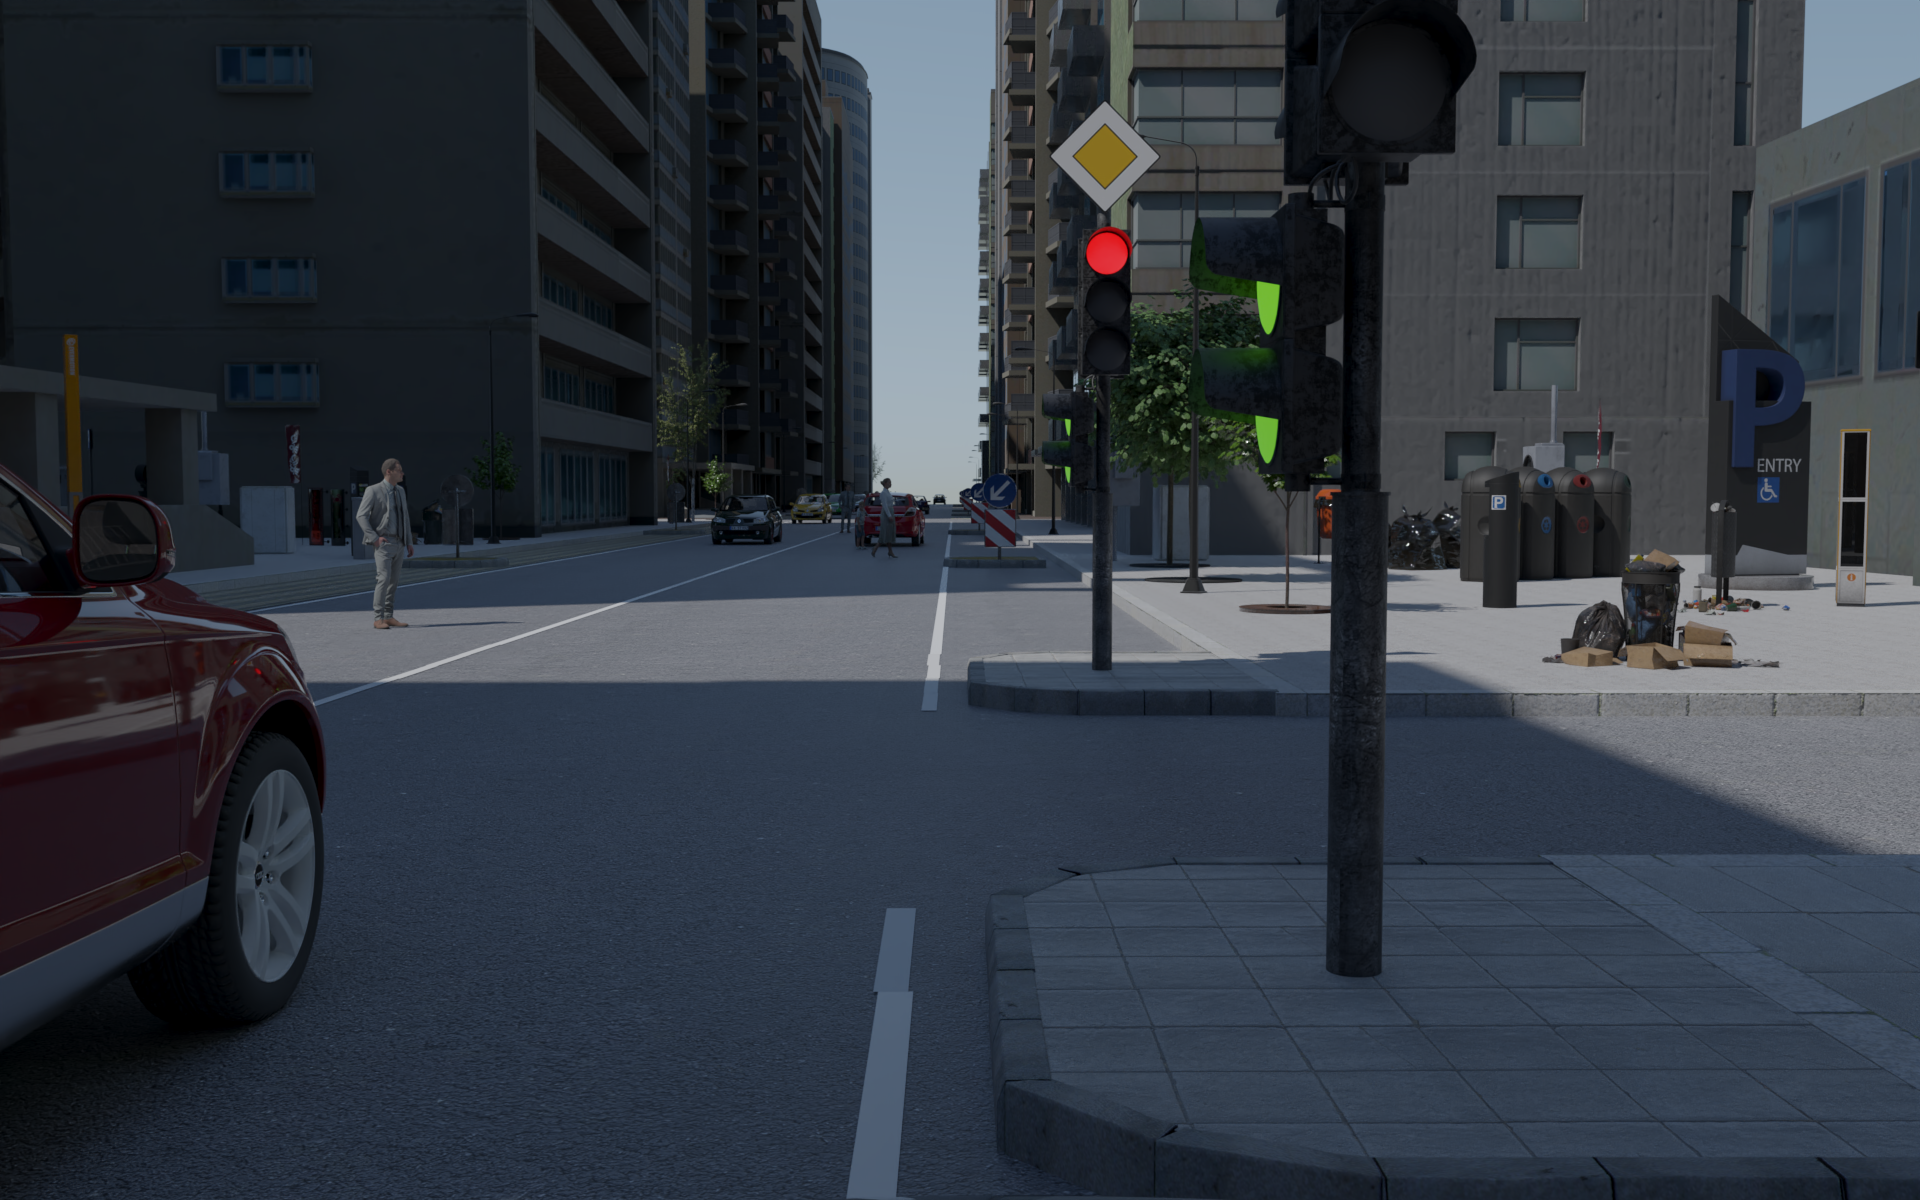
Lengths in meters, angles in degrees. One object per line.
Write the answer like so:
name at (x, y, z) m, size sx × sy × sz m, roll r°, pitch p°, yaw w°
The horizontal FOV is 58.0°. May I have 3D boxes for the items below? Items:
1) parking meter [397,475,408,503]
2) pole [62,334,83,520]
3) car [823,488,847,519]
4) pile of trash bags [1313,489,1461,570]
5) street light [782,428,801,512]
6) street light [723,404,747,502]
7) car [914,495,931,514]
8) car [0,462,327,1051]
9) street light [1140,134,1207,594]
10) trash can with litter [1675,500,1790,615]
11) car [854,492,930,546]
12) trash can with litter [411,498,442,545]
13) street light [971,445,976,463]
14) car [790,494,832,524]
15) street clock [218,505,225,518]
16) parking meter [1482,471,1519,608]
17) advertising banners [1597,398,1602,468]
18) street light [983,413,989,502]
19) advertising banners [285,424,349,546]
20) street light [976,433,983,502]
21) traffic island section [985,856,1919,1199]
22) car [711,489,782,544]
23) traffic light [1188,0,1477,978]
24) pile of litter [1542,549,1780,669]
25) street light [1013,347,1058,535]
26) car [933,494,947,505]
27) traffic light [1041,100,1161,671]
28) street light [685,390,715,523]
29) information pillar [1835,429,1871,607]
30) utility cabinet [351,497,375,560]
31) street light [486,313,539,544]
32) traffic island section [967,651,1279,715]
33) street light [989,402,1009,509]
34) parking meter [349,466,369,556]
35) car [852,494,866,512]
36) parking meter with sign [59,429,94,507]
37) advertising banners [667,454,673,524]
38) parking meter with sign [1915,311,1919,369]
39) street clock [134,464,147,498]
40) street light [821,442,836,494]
parking meter at (-14.934, -2.475, 46.177) m, size 0.399 × 1.863 × 0.255 m, roll -1°, pitch 4°, yaw -18°
pole at (-11.388, -1.738, 22.259) m, size 0.158 × 3.312 × 0.155 m, roll 0°, pitch 3°, yaw 0°
car at (-7.514, -5.714, 102.213) m, size 1.959 × 1.807 × 4.718 m, roll 0°, pitch 4°, yaw -2°
pile of trash bags at (7.502, -1.287, 30.790) m, size 1.912 × 1.369 × 3.447 m, roll -2°, pitch 4°, yaw -29°
street light at (-11.766, -9.087, 121.112) m, size 1.470 × 5.913 × 1.316 m, roll 0°, pitch 4°, yaw 0°
street light at (-11.601, -7.119, 88.931) m, size 1.470 × 5.913 × 1.316 m, roll 0°, pitch 4°, yaw 0°
car at (-3.066, -6.775, 123.356) m, size 1.945 × 1.354 × 3.894 m, roll 0°, pitch 4°, yaw 1°
car at (-2.833, 0.343, 3.073) m, size 2.281 × 1.827 × 5.304 m, roll 0°, pitch 4°, yaw -1°
street light at (2.490, -3.043, 22.286) m, size 1.470 × 5.913 × 1.316 m, roll 0°, pitch 4°, yaw 0°
trash can with litter at (8.355, -0.507, 19.350) m, size 1.678 × 1.210 × 2.233 m, roll 2°, pitch 4°, yaw 32°
car at (-1.946, -2.434, 48.829) m, size 2.155 × 1.783 × 4.494 m, roll 0°, pitch 4°, yaw 1°
trash can with litter at (-13.620, -1.989, 43.913) m, size 1.055 × 1.170 × 0.624 m, roll -1°, pitch 4°, yaw -11°
street light at (1.999, -11.725, 164.244) m, size 1.470 × 5.913 × 1.316 m, roll 0°, pitch 4°, yaw 0°
car at (-7.254, -4.560, 84.784) m, size 2.015 × 1.641 × 3.980 m, roll 0°, pitch 4°, yaw 1°
street clock at (-16.319, -2.058, 38.214) m, size 0.471 × 2.002 × 0.358 m, roll 3°, pitch 5°, yaw 45°
parking meter at (6.109, -0.682, 19.564) m, size 0.372 × 1.533 × 0.369 m, roll 0°, pitch 3°, yaw 0°
advertising banners at (12.040, -2.234, 32.706) m, size 0.090 × 3.025 × 2.074 m, roll 1°, pitch 4°, yaw 20°
street light at (2.213, -7.747, 99.201) m, size 1.470 × 5.913 × 1.316 m, roll 0°, pitch 4°, yaw 0°
advertising banners at (-16.007, -2.867, 43.057) m, size 2.074 × 3.025 × 0.090 m, roll 2°, pitch 4°, yaw 28°
street light at (2.179, -9.761, 132.137) m, size 1.470 × 5.913 × 1.316 m, roll 0°, pitch 4°, yaw 0°
traffic island section at (1.083, 1.077, 4.666) m, size 2.009 × 0.180 × 2.903 m, roll 0°, pitch 4°, yaw 0°
car at (-6.195, -2.491, 50.518) m, size 2.009 × 1.686 × 4.222 m, roll 0°, pitch 4°, yaw 0°
traffic light at (1.043, -0.956, 4.552) m, size 0.839 × 4.253 × 0.868 m, roll 0°, pitch 4°, yaw 0°
pile of litter at (5.326, 0.054, 13.090) m, size 1.719 × 0.858 × 1.176 m, roll 1°, pitch 4°, yaw 22°
street light at (2.425, -5.031, 54.801) m, size 1.470 × 5.913 × 1.316 m, roll 0°, pitch 4°, yaw 0°
car at (-2.811, -14.032, 239.210) m, size 2.009 × 1.686 × 4.222 m, roll 0°, pitch 4°, yaw 1°
traffic light at (1.018, -1.444, 12.537) m, size 0.839 × 4.253 × 0.868 m, roll 0°, pitch 4°, yaw 0°
street light at (-11.585, -6.399, 77.161) m, size 1.470 × 5.913 × 1.316 m, roll 0°, pitch 4°, yaw 0°
information pillar at (10.188, -0.934, 19.766) m, size 0.304 × 2.012 × 0.304 m, roll 2°, pitch 4°, yaw 25°
utility cabinet at (-11.618, -1.419, 34.368) m, size 0.306 × 1.237 × 1.020 m, roll 1°, pitch 4°, yaw 17°
street light at (-11.483, -4.400, 44.482) m, size 1.470 × 5.913 × 1.316 m, roll 0°, pitch 4°, yaw 0°
traffic island section at (1.058, 0.589, 12.651) m, size 2.009 × 0.180 × 2.903 m, roll 0°, pitch 4°, yaw 0°
street light at (2.359, -7.043, 87.688) m, size 1.470 × 5.913 × 1.316 m, roll 0°, pitch 4°, yaw 0°
parking meter at (-12.396, -1.839, 35.784) m, size 0.399 × 1.863 × 0.255 m, roll 3°, pitch 5°, yaw 44°
car at (-7.294, -6.747, 122.117) m, size 2.131 × 1.459 × 4.920 m, roll 0°, pitch 4°, yaw -2°
parking meter with sign at (-23.907, -3.033, 45.856) m, size 1.738 × 3.016 × 0.543 m, roll -2°, pitch 4°, yaw -30°
advertising banners at (-12.533, -4.816, 74.929) m, size 0.090 × 3.025 × 2.074 m, roll -1°, pitch 4°, yaw -15°
parking meter with sign at (9.800, -1.206, 15.974) m, size 0.543 × 3.016 × 1.738 m, roll -2°, pitch 4°, yaw -35°
street clock at (-19.777, -2.293, 42.060) m, size 0.358 × 2.002 × 0.471 m, roll 1°, pitch 4°, yaw 10°
street light at (-11.705, -11.054, 153.274) m, size 1.470 × 5.913 × 1.316 m, roll 0°, pitch 4°, yaw 0°
